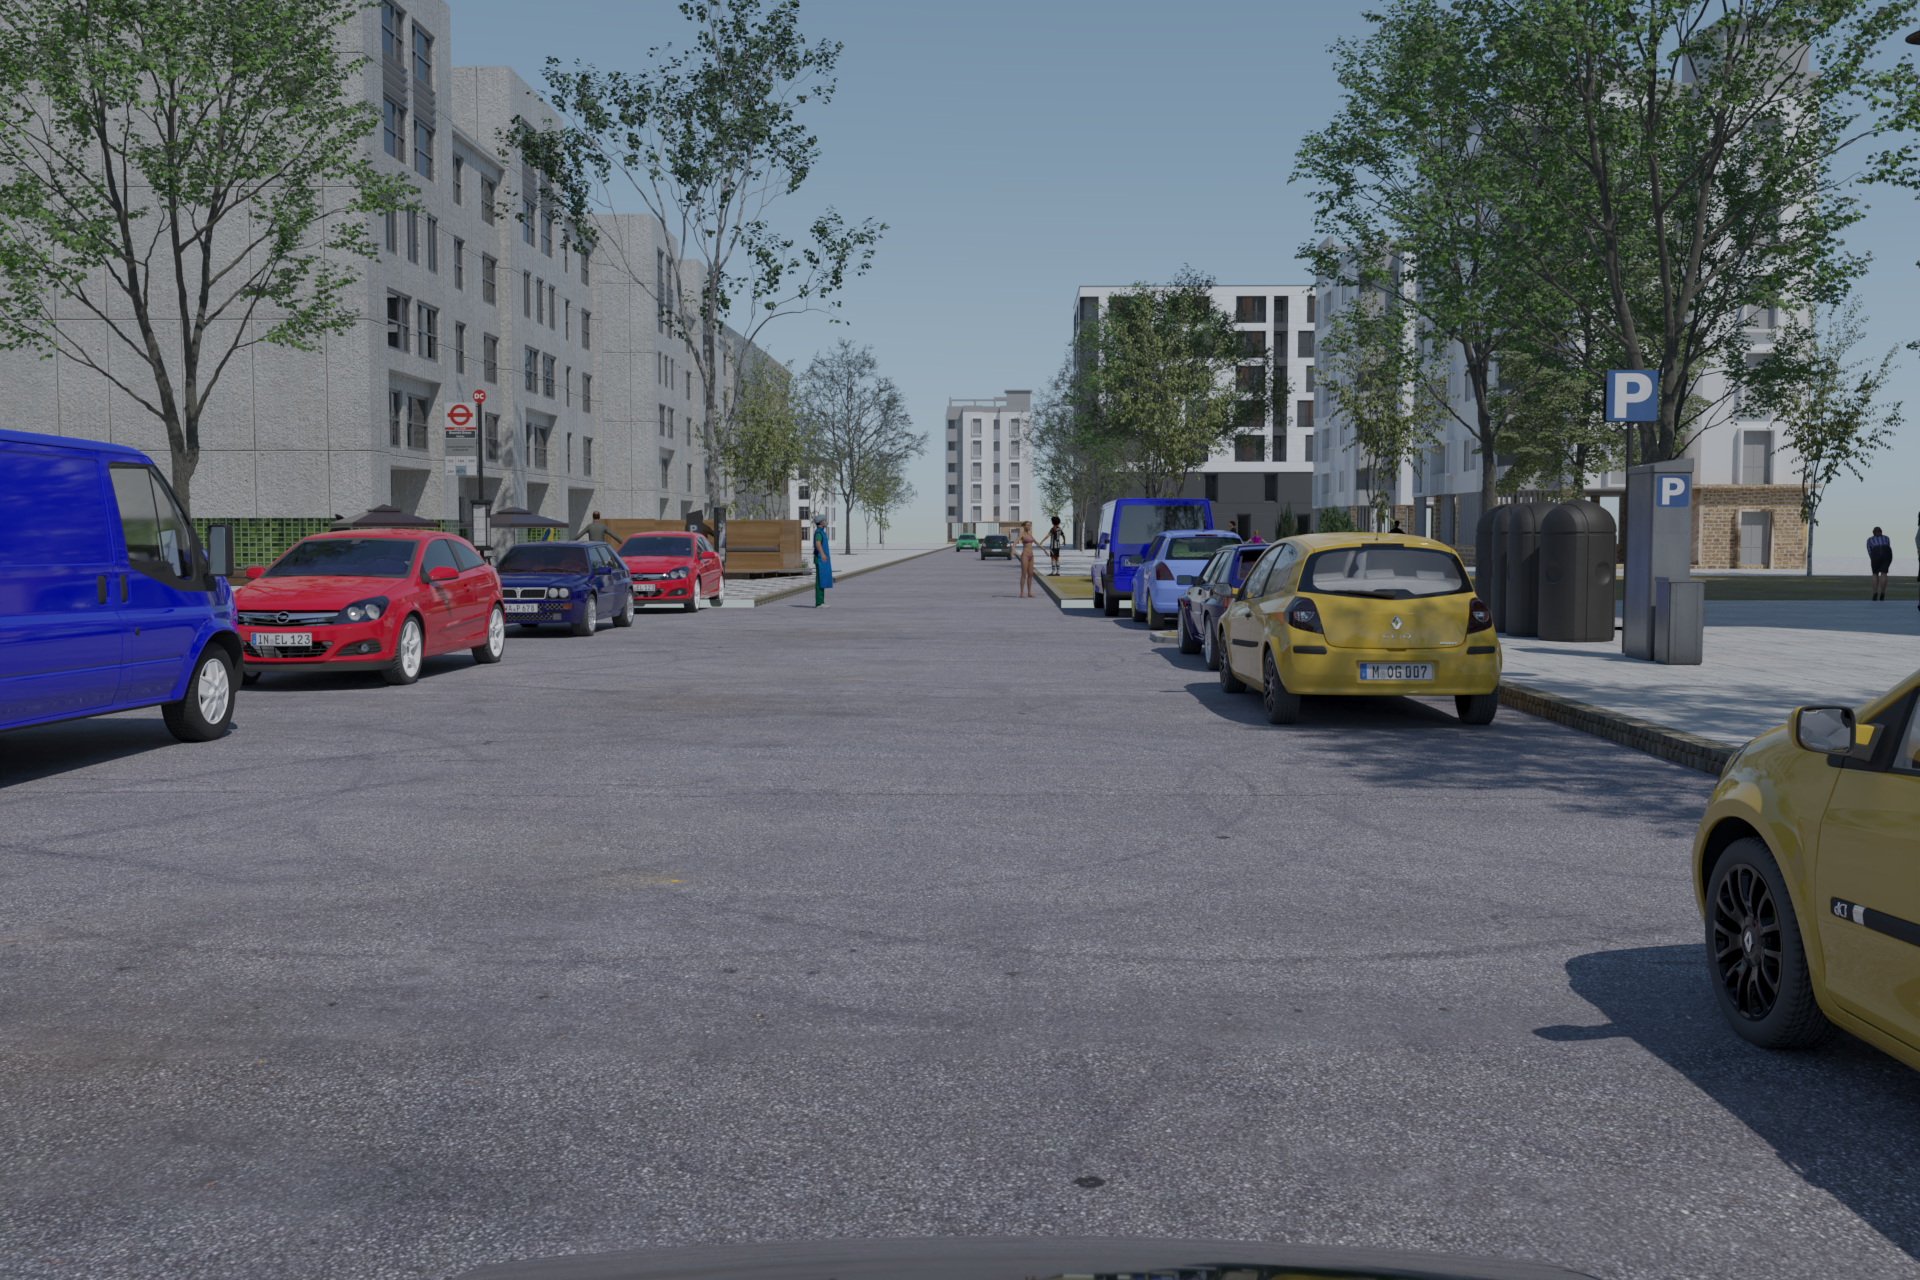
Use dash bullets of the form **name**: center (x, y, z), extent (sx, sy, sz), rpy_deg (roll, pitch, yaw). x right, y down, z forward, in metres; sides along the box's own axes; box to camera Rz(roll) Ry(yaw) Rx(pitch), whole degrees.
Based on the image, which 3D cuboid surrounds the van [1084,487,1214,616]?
- **van**: center (3.479, -1.675, 31.778), extent (2.240, 2.365, 5.245), rpy_deg (0, 4, 0)

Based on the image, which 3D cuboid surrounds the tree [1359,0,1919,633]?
- **tree**: center (9.167, -5.928, 22.681), extent (9.928, 11.665, 9.643), rpy_deg (0, 3, 0)

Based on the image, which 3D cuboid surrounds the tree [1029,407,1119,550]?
- **tree**: center (9.374, -13.006, 138.404), extent (9.928, 11.665, 9.643), rpy_deg (0, 3, 0)

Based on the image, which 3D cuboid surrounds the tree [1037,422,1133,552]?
- **tree**: center (9.267, -11.774, 126.922), extent (7.601, 10.594, 8.767), rpy_deg (-1, 4, -12)

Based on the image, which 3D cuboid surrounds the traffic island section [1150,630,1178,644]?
- **traffic island section**: center (3.583, -0.027, 23.314), extent (1.991, 0.108, 1.994), rpy_deg (0, 4, 1)

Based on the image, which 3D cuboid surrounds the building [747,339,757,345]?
- **building**: center (-25.282, -19.121, 169.050), extent (16.016, 20.090, 11.380), rpy_deg (0, 4, 1)

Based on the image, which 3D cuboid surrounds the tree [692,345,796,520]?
- **tree**: center (-8.250, -7.159, 67.410), extent (4.737, 8.622, 4.395), rpy_deg (0, 3, 0)

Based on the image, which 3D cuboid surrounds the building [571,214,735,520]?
- **building**: center (-25.183, -15.005, 111.781), extent (16.747, 18.905, 31.486), rpy_deg (0, 4, 1)

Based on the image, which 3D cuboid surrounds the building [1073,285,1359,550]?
- **building**: center (24.216, -19.244, 158.611), extent (27.936, 21.610, 32.646), rpy_deg (0, 4, 2)

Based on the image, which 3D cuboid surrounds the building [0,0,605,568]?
- **building**: center (-25.363, -12.200, 65.935), extent (16.747, 18.905, 31.486), rpy_deg (0, 4, 1)

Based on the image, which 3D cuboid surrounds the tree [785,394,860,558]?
- **tree**: center (-7.964, -8.640, 91.634), extent (4.360, 8.622, 3.978), rpy_deg (0, 3, 0)

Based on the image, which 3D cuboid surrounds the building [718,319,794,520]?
- **building**: center (-25.690, -19.896, 156.234), extent (19.493, 23.208, 18.063), rpy_deg (0, 4, 1)

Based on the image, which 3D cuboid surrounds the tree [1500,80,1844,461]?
- **tree**: center (16.673, -7.061, 41.200), extent (9.928, 11.665, 9.643), rpy_deg (0, 3, 0)

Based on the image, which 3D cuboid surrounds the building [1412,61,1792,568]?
- **building**: center (25.405, -13.425, 75.914), extent (16.016, 20.090, 11.380), rpy_deg (0, 4, 2)

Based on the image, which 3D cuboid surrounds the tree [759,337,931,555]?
- **tree**: center (-6.890, -12.010, 106.727), extent (12.009, 13.543, 11.850), rpy_deg (0, 3, 0)

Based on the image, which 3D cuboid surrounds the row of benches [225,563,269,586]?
- **row of benches**: center (-13.740, -1.262, 36.102), extent (4.104, 0.672, 1.422), rpy_deg (2, 4, 30)

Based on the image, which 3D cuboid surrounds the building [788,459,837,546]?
- **building**: center (-18.812, -15.902, 202.146), extent (9.099, 9.664, 28.070), rpy_deg (0, 4, 2)

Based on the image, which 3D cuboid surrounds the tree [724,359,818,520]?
- **tree**: center (-7.857, -7.504, 73.060), extent (4.737, 8.622, 4.395), rpy_deg (0, 3, 0)

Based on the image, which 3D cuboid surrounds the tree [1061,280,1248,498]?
- **tree**: center (7.931, -8.822, 69.997), extent (9.928, 11.665, 9.643), rpy_deg (0, 3, 0)

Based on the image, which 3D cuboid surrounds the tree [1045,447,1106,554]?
- **tree**: center (8.020, -9.846, 111.338), extent (4.360, 8.622, 3.978), rpy_deg (0, 3, 0)

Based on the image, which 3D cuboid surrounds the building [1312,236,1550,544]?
- **building**: center (27.967, -15.565, 110.915), extent (16.016, 20.090, 11.380), rpy_deg (0, 4, 1)

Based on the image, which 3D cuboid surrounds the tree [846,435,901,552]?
- **tree**: center (-6.614, -10.724, 125.701), extent (4.737, 8.622, 4.395), rpy_deg (0, 3, 0)

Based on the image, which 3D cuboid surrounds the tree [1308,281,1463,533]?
- **tree**: center (12.265, -6.107, 50.211), extent (4.737, 8.622, 4.395), rpy_deg (0, 3, 0)

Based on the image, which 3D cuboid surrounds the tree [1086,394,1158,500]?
- **tree**: center (7.622, -7.948, 80.314), extent (4.360, 8.622, 3.978), rpy_deg (0, 3, 0)

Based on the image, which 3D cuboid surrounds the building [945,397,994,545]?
- **building**: center (-1.594, -22.749, 230.825), extent (11.380, 20.090, 16.016), rpy_deg (0, 4, 1)

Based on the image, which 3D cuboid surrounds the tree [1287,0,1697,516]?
- **tree**: center (9.730, -6.498, 32.002), extent (9.928, 11.665, 9.643), rpy_deg (0, 3, 0)

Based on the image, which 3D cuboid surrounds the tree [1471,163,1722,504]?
- **tree**: center (18.990, -8.188, 52.005), extent (7.486, 12.596, 7.792), rpy_deg (0, 3, 0)

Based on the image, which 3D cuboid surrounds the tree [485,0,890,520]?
- **tree**: center (-8.687, -12.193, 55.240), extent (12.611, 20.169, 13.585), rpy_deg (0, 3, 0)

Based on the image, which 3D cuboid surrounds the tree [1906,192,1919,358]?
- **tree**: center (29.138, -8.393, 43.882), extent (9.857, 13.997, 8.962), rpy_deg (0, 3, 0)

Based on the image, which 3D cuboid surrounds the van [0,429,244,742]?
- **van**: center (-6.121, -0.359, 10.251), extent (2.240, 2.365, 5.245), rpy_deg (0, 4, 1)

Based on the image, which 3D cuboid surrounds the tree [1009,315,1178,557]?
- **tree**: center (7.776, -11.319, 95.438), extent (12.009, 13.543, 11.850), rpy_deg (0, 3, 0)

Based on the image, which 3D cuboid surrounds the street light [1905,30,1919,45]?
- **street light**: center (6.955, -2.379, 11.682), extent (0.468, 5.910, 1.993), rpy_deg (0, 4, 1)

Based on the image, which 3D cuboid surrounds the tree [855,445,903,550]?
- **tree**: center (-6.044, -11.625, 140.429), extent (4.360, 8.622, 3.978), rpy_deg (0, 3, 0)

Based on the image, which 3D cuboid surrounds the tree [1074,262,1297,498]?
- **tree**: center (7.692, -7.599, 58.654), extent (8.767, 10.594, 7.601), rpy_deg (2, 4, 35)
